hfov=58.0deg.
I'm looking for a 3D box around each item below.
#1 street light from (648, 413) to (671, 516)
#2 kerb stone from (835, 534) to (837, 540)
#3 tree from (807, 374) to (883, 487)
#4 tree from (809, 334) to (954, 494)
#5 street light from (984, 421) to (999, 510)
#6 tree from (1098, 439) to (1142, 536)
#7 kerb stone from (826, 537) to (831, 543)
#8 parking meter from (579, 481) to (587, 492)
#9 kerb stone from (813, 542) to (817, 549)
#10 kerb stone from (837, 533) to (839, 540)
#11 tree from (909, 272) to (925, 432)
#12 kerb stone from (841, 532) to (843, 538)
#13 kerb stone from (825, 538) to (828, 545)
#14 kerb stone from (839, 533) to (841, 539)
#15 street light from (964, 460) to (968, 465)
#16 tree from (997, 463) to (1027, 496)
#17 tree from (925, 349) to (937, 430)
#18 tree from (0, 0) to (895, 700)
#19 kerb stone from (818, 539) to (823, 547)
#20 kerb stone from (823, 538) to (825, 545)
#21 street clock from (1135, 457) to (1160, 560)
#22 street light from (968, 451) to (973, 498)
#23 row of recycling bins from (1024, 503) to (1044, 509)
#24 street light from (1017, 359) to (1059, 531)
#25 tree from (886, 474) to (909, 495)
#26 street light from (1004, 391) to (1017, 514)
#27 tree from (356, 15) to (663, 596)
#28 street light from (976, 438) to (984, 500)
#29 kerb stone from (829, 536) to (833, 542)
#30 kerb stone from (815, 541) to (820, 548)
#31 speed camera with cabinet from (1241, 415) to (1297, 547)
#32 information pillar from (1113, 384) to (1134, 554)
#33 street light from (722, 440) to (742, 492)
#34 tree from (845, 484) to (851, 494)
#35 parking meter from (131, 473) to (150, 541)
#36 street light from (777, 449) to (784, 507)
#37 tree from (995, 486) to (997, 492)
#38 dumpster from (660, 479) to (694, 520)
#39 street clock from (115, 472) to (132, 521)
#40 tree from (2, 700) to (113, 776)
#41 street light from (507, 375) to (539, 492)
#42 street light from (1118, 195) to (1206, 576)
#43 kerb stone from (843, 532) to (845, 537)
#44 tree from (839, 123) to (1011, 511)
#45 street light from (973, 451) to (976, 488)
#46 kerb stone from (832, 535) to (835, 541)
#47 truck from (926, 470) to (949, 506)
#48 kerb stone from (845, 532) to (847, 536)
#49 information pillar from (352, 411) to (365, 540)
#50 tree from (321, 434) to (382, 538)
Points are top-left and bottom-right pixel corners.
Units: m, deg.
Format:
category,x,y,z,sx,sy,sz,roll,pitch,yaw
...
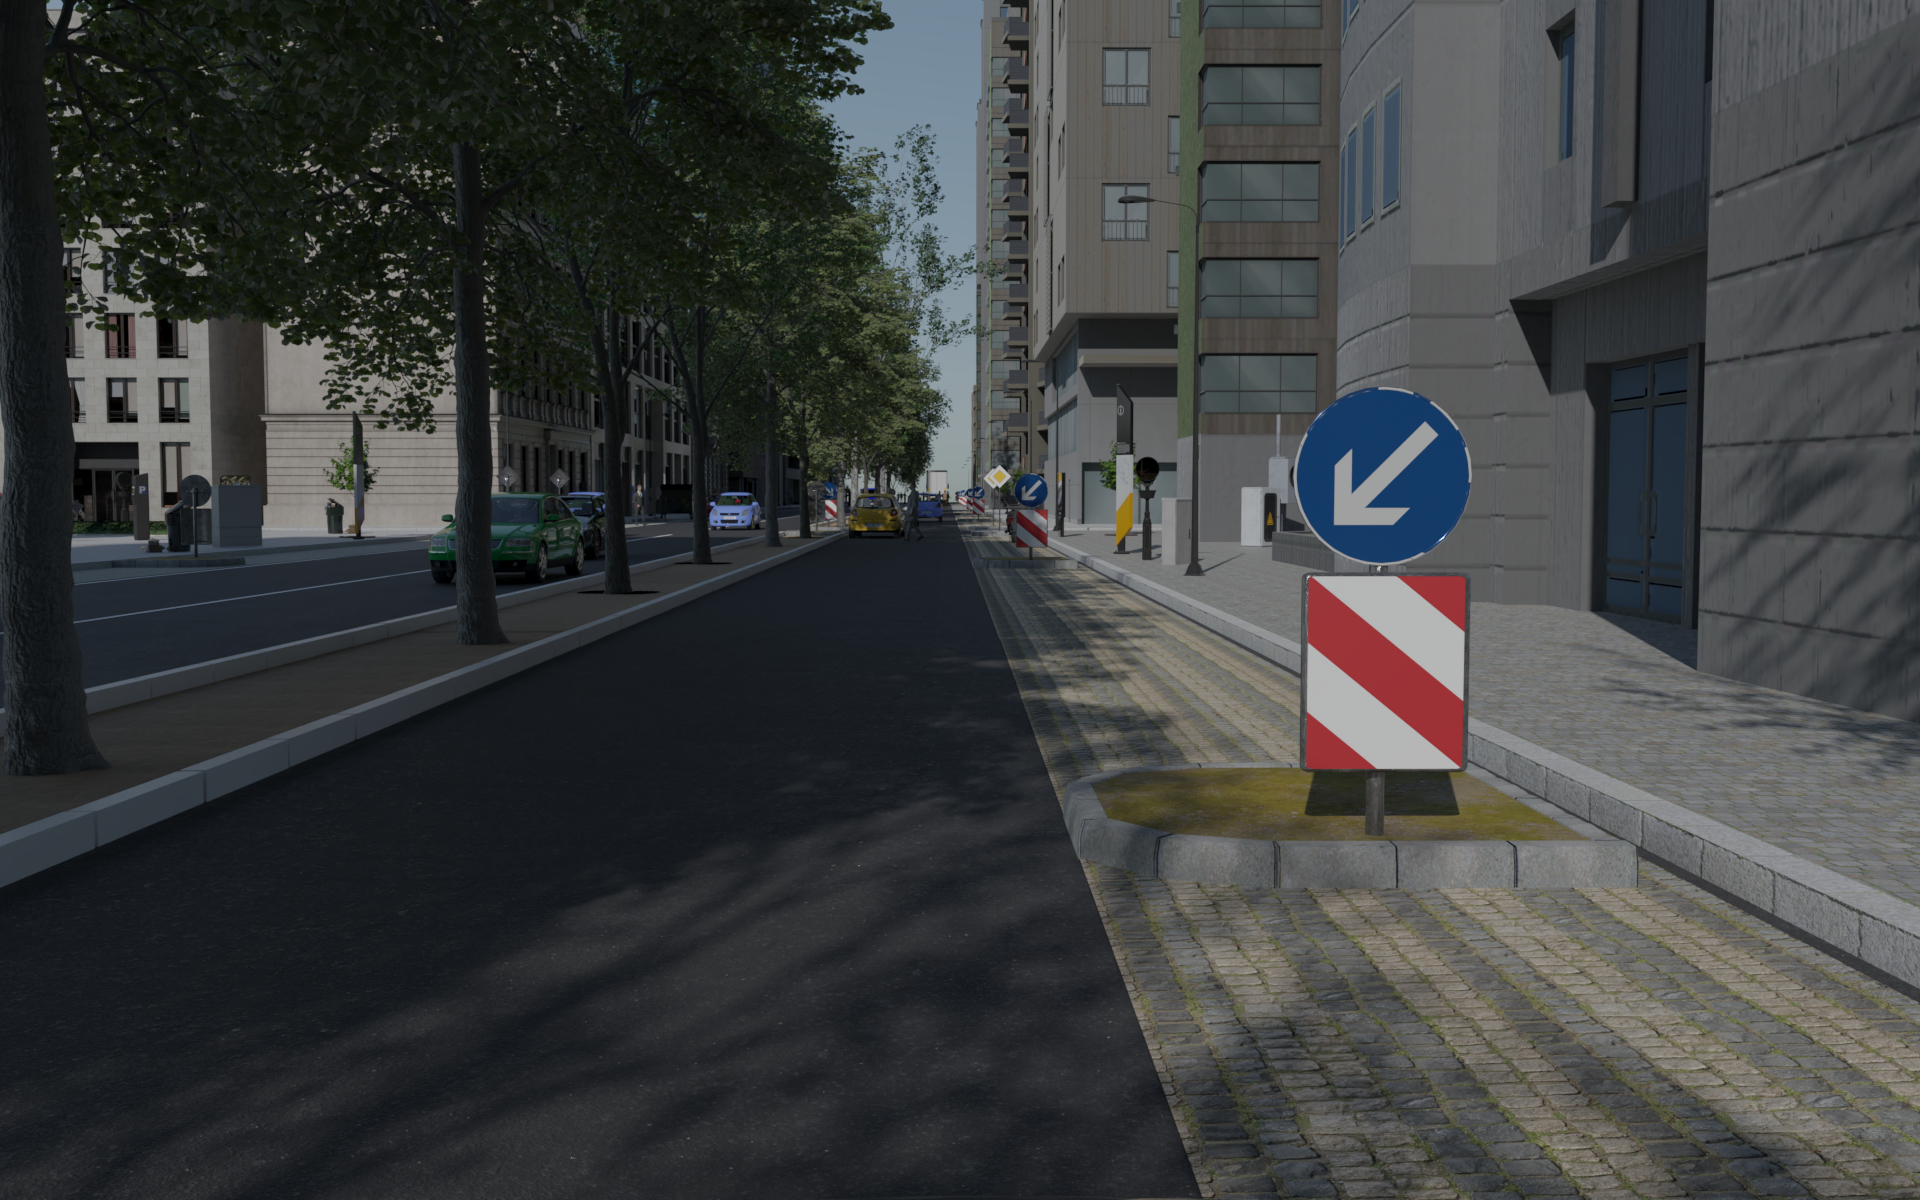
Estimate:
category,x,y,z,sx,sy,sz,roll,pitch,yaw
street light,-17.312,-7.789,99.889,1.470,5.913,1.316,0,4,0
kerb stone,-3.899,-1.861,52.615,0.120,0.150,1.000,0,4,0
tree,-5.366,-7.666,78.153,4.737,8.622,4.395,0,3,0
tree,-5.198,-11.589,108.952,9.611,12.733,9.660,0,3,0
street light,2.465,-8.417,110.163,1.470,5.913,1.316,0,4,0
tree,5.105,-3.599,53.438,1.663,3.219,1.824,0,3,0
kerb stone,-3.870,-1.669,49.548,0.120,0.150,1.000,0,4,0
parking meter,-17.402,-4.540,79.938,0.255,1.863,0.399,-2,4,-33
kerb stone,-3.838,-1.360,44.430,0.120,0.150,1.000,0,4,0
kerb stone,-3.911,-1.920,53.637,0.120,0.150,1.000,0,4,0
tree,-4.962,-7.673,46.034,7.486,12.596,7.792,0,3,0
kerb stone,-3.923,-2.048,55.684,0.120,0.150,1.000,0,4,0
kerb stone,-3.877,-1.605,48.520,0.120,0.150,1.000,0,4,0
kerb stone,-3.914,-1.986,54.661,0.120,0.150,1.000,0,4,0
street light,1.608,-15.068,218.903,1.470,5.913,1.316,0,4,0
tree,3.536,-6.799,105.763,1.663,3.219,1.824,0,3,0
tree,-4.865,-9.251,71.837,7.486,12.596,7.792,0,3,0
tree,-4.487,-5.819,15.727,7.486,12.596,7.792,0,3,0
kerb stone,-3.846,-1.485,46.476,0.120,0.150,1.000,0,4,0
kerb stone,-3.860,-1.548,47.498,0.120,0.150,1.000,0,4,0
street clock,3.631,-1.775,33.591,0.471,2.002,0.358,0,4,6
street light,1.907,-13.087,186.505,1.470,5.913,1.316,0,4,0
row of recycling bins,5.578,-5.879,103.242,3.534,1.692,1.069,1,4,11
street light,2.814,-5.333,59.731,1.470,5.913,1.316,0,4,0
tree,-5.427,-11.523,141.213,4.360,8.622,3.978,0,3,0
street light,2.657,-6.447,77.947,1.470,5.913,1.316,0,4,0
tree,-5.003,-5.892,24.542,9.928,11.665,9.643,0,3,0
street light,2.265,-10.418,142.877,1.470,5.913,1.316,0,4,0
kerb stone,-3.887,-1.731,50.570,0.120,0.150,1.000,0,4,0
kerb stone,-3.843,-1.420,45.454,0.120,0.150,1.000,0,4,0
speed camera with cabinet,7.650,-2.947,42.519,0.660,3.252,2.038,3,4,38
information pillar,3.494,-2.781,36.827,0.183,3.616,0.504,-2,4,-33
street light,-17.577,-9.759,132.105,1.470,5.913,1.316,0,4,0
tree,-19.541,-18.664,299.760,1.663,3.219,1.824,0,3,0
parking meter,-22.642,-2.578,47.855,0.399,1.863,0.255,-3,5,-44
street light,-17.889,-12.458,176.230,1.470,5.913,1.316,0,4,0
tree,3.572,-9.185,144.777,1.663,3.219,1.824,0,3,0
dumpster,-15.693,-5.588,96.315,1.985,2.255,1.502,0,3,0
street clock,-27.886,-3.254,57.776,0.358,2.002,0.471,3,4,38
tree,-4.601,-5.356,8.154,7.486,12.596,7.792,0,3,0
street light,-17.115,-5.818,67.673,1.470,5.913,1.316,0,4,0
street light,3.149,-3.336,27.077,1.470,5.913,1.316,0,4,0
kerb stone,-3.931,-2.106,56.706,0.120,0.150,1.000,0,4,0
tree,-4.176,-14.018,87.532,12.611,20.169,13.585,0,3,0
street light,2.131,-11.116,154.288,1.470,5.913,1.316,0,4,0
kerb stone,-3.888,-1.797,51.592,0.120,0.150,1.000,0,4,0
truck,-2.757,-13.450,208.827,2.839,4.237,11.283,0,4,0
kerb stone,-3.936,-2.163,57.739,0.120,0.150,1.000,0,4,0
information pillar,-16.990,-3.521,48.926,0.183,3.616,0.504,0,4,5
tree,-17.699,-3.451,51.030,1.663,3.219,1.824,0,3,0
